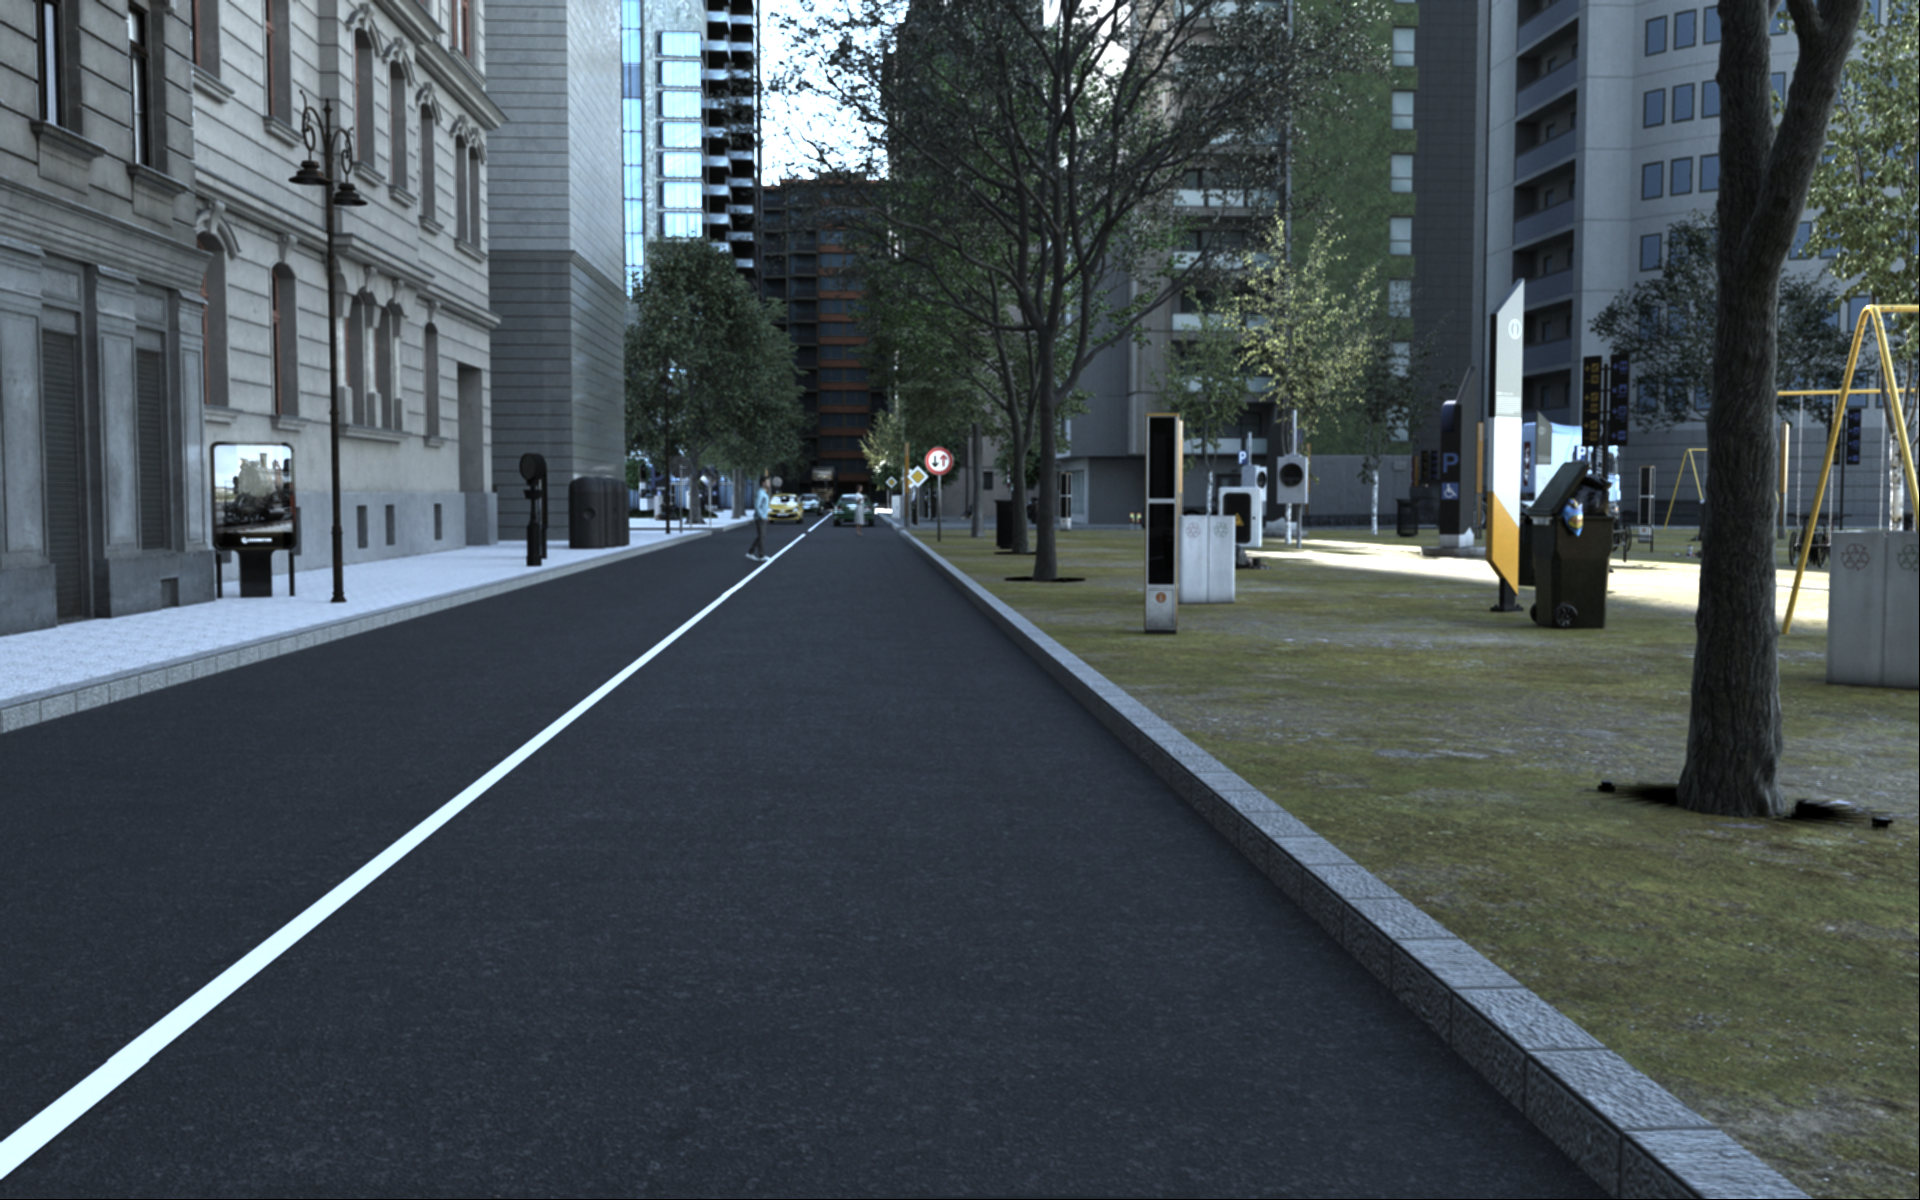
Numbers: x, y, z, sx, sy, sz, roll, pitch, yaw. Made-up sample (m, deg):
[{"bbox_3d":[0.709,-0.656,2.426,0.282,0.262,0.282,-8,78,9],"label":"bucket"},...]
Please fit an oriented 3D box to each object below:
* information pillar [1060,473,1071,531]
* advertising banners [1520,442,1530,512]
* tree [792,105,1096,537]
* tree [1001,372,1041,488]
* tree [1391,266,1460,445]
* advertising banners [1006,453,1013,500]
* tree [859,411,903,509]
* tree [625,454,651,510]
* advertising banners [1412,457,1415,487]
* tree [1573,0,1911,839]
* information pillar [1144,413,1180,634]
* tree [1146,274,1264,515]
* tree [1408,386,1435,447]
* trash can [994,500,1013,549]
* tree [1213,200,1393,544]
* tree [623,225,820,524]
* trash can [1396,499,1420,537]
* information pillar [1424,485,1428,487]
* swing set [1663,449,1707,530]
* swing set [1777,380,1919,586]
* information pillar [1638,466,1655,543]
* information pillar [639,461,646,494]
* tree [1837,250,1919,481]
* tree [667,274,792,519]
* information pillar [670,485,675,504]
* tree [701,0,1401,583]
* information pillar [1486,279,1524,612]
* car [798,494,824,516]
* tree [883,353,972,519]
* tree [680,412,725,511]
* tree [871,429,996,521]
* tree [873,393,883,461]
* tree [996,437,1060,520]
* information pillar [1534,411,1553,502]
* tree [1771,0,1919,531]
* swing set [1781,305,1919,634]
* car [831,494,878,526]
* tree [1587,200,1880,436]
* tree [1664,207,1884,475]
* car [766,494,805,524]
[{"bbox_3d":[3.673,-3.412,60.277,0.304,2.012,0.304,2,4,30],"label":"information pillar"},{"bbox_3d":[18.911,-3.825,58.729,0.090,3.025,2.074,0,4,-3],"label":"advertising banners"},{"bbox_3d":[0.103,-8.149,51.358,7.486,12.596,7.792,0,3,0],"label":"tree"},{"bbox_3d":[4.640,-9.003,97.559,4.360,8.622,3.978,0,3,0],"label":"tree"},{"bbox_3d":[13.406,-6.398,54.963,4.360,8.622,3.978,0,3,0],"label":"tree"},{"bbox_3d":[2.312,-4.785,74.419,0.090,3.025,2.074,1,4,20],"label":"advertising banners"},{"bbox_3d":[-6.569,-12.333,152.008,4.360,8.622,3.978,0,3,0],"label":"tree"},{"bbox_3d":[-26.313,-9.570,140.181,4.285,4.588,4.351,0,3,0],"label":"tree"},{"bbox_3d":[21.768,-5.187,80.998,2.074,3.025,0.090,1,4,15],"label":"advertising banners"},{"bbox_3d":[3.319,-4.950,6.684,9.928,11.665,9.643,0,3,0],"label":"tree"},{"bbox_3d":[1.857,-0.699,15.926,0.304,2.012,0.304,1,4,8],"label":"information pillar"},{"bbox_3d":[8.376,-6.607,58.389,4.737,8.622,4.395,0,3,0],"label":"tree"},{"bbox_3d":[20.764,-8.238,85.049,4.737,8.622,4.395,0,3,0],"label":"tree"},{"bbox_3d":[1.158,-1.768,40.561,0.748,1.137,0.748,0,3,0],"label":"trash can"},{"bbox_3d":[8.678,-5.744,44.271,4.360,8.622,3.978,0,3,0],"label":"tree"},{"bbox_3d":[-11.506,-9.602,74.005,9.611,12.733,9.660,0,3,0],"label":"tree"},{"bbox_3d":[13.418,-2.462,51.912,0.748,1.137,0.748,0,3,0],"label":"trash can"},{"bbox_3d":[36.536,-8.027,135.736,0.304,2.012,0.304,-2,4,-27],"label":"information pillar"},{"bbox_3d":[26.421,-3.819,60.069,3.119,2.851,2.862,-1,4,-8],"label":"swing set"},{"bbox_3d":[13.569,-1.732,25.940,3.119,2.851,2.862,2,4,25],"label":"swing set"},{"bbox_3d":[18.041,-2.510,45.523,0.304,2.012,0.304,3,4,38],"label":"information pillar"},{"bbox_3d":[-22.356,-7.993,122.035,0.183,3.616,0.504,3,5,44],"label":"information pillar"},{"bbox_3d":[24.452,-5.596,41.860,4.360,8.622,3.978,0,3,0],"label":"tree"},{"bbox_3d":[-11.697,-10.490,89.633,7.486,12.596,7.792,0,3,0],"label":"tree"},{"bbox_3d":[-22.519,-8.033,135.830,0.304,2.012,0.304,-1,4,-21],"label":"information pillar"},{"bbox_3d":[1.376,-7.027,25.257,12.009,13.543,11.850,0,3,0],"label":"tree"},{"bbox_3d":[5.925,-1.679,18.813,0.504,3.616,0.183,-3,4,-36],"label":"information pillar"},{"bbox_3d":[-10.082,-6.332,115.326,2.131,1.459,4.920,0,4,-2],"label":"car"},{"bbox_3d":[-1.280,-8.423,88.080,4.737,8.622,4.395,0,3,0],"label":"tree"},{"bbox_3d":[-17.131,-10.190,116.973,4.737,8.622,4.395,0,3,0],"label":"tree"},{"bbox_3d":[-1.328,-6.029,82.293,4.285,4.588,4.351,0,3,0],"label":"tree"},{"bbox_3d":[-2.504,-8.928,96.341,4.737,8.622,4.395,0,3,0],"label":"tree"},{"bbox_3d":[3.206,-6.279,86.367,4.285,4.588,4.351,0,3,0],"label":"tree"},{"bbox_3d":[16.425,-3.514,48.806,0.504,3.616,0.183,-1,4,-12],"label":"information pillar"},{"bbox_3d":[11.591,-4.320,20.997,4.737,8.622,4.395,0,3,0],"label":"tree"},{"bbox_3d":[9.063,-1.025,14.377,3.119,2.851,2.862,0,4,1],"label":"swing set"},{"bbox_3d":[-4.764,-4.059,78.160,2.131,1.459,4.920,0,4,-2],"label":"car"},{"bbox_3d":[24.428,-7.333,54.308,8.767,10.594,7.601,0,3,0],"label":"tree"},{"bbox_3d":[18.868,-5.595,41.841,4.360,8.622,3.978,0,3,0],"label":"tree"},{"bbox_3d":[-8.538,-4.532,84.325,2.015,1.641,3.980,0,4,-3],"label":"car"}]
